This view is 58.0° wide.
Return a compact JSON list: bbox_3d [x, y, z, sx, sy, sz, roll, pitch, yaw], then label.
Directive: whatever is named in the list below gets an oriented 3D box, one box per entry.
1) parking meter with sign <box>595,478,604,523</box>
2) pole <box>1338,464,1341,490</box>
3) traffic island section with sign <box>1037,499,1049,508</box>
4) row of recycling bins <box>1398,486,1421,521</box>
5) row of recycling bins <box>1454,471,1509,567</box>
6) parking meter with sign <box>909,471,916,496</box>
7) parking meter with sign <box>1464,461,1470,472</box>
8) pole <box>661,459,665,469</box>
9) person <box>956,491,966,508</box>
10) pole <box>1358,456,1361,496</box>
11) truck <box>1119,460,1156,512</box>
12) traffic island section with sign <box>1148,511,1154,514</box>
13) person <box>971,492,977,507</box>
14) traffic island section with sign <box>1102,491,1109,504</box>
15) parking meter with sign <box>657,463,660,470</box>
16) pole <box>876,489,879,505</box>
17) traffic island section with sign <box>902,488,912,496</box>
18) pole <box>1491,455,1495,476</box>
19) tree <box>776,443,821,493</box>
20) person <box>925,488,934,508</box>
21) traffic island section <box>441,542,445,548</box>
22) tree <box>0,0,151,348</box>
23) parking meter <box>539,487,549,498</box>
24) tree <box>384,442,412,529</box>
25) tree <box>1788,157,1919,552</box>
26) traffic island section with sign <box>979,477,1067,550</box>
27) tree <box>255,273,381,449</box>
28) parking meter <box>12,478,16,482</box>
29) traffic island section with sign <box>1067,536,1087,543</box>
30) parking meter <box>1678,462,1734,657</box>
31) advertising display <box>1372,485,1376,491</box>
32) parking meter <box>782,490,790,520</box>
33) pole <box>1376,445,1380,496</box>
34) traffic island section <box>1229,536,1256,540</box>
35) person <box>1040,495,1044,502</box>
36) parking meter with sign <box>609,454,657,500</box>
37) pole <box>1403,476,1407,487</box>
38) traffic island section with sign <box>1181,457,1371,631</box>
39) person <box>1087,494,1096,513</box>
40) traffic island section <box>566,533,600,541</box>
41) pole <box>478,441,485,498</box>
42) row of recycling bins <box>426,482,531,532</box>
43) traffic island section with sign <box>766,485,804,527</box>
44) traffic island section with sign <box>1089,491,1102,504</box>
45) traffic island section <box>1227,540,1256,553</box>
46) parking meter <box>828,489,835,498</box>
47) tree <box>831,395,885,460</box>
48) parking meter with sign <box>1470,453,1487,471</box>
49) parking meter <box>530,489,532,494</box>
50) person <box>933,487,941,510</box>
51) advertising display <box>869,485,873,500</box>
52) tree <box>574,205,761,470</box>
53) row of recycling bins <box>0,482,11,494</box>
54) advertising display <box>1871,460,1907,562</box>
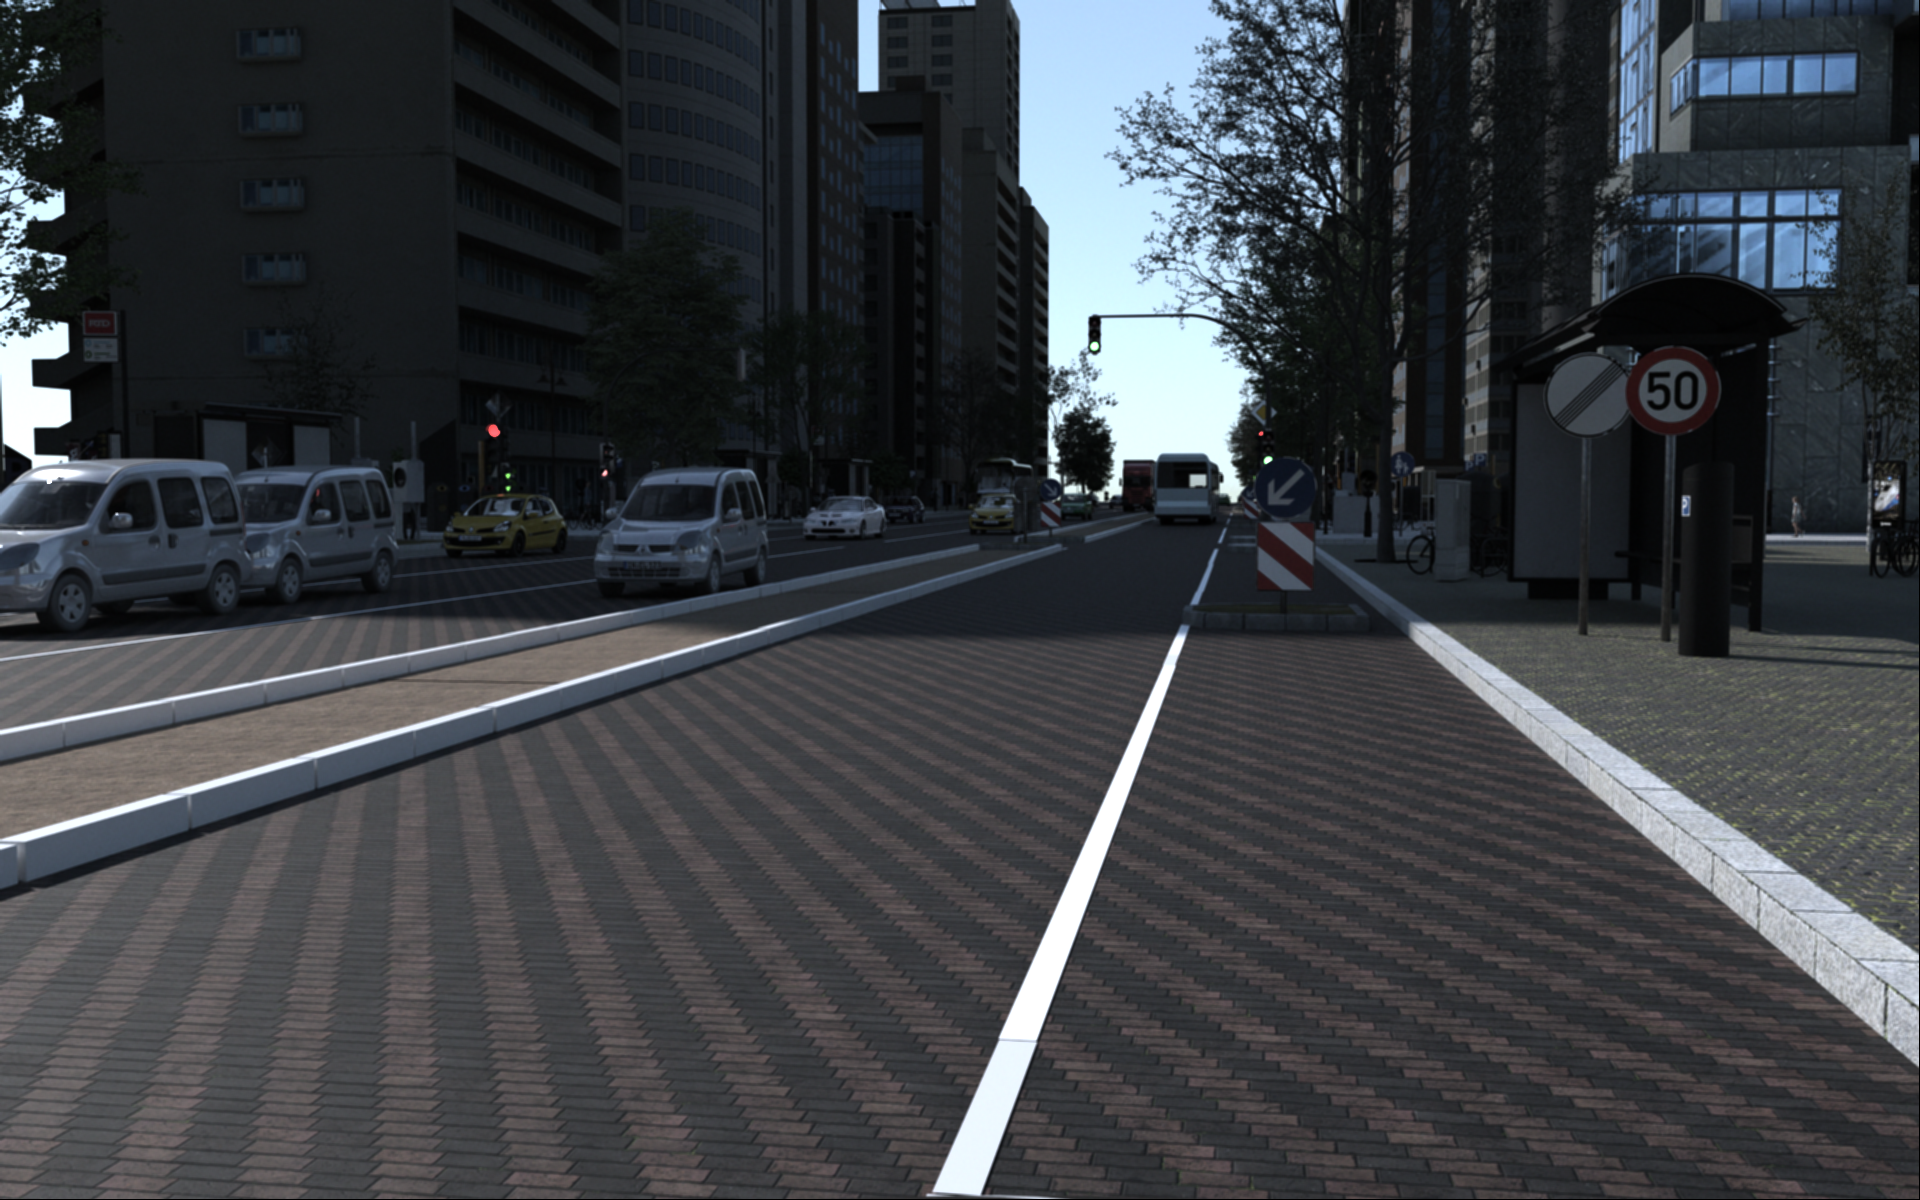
[{"bbox_3d":[-15.760,-4.965,77.433,0.543,3.016,1.738,-3,5,-41],"label":"parking meter with sign"},{"bbox_3d":[25.492,-7.494,116.364,0.158,3.312,0.155,0,3,0],"label":"pole"},{"bbox_3d":[8.913,-10.430,179.156,1.989,1.847,2.006,1,4,9],"label":"traffic island section with sign"},{"bbox_3d":[22.281,-4.787,85.376,1.069,1.692,3.534,0,4,4],"label":"row of recycling bins"},{"bbox_3d":[10.424,-1.490,31.468,3.534,1.692,1.069,-1,4,-22],"label":"row of recycling bins"},{"bbox_3d":[-3.884,-8.046,127.812,0.543,3.016,1.738,2,4,28],"label":"parking meter with sign"},{"bbox_3d":[26.543,-5.821,91.431,0.543,3.016,1.738,0,4,-4],"label":"parking meter with sign"},{"bbox_3d":[-16.654,-6.320,97.176,0.158,3.312,0.155,0,3,0],"label":"pole"},{"bbox_3d":[0.148,-9.185,156.932,1.217,1.736,0.721,0,4,5],"label":"person"},{"bbox_3d":[21.635,-6.118,93.875,0.158,3.312,0.155,0,3,0],"label":"pole"},{"bbox_3d":[14.965,-9.516,144.496,2.839,4.237,11.283,1,4,8],"label":"truck"},{"bbox_3d":[14.767,-7.226,126.286,2.006,1.907,1.989,1,4,9],"label":"traffic island section with sign"},{"bbox_3d":[1.371,-9.689,165.018,0.990,1.755,0.434,-3,5,-41],"label":"person"},{"bbox_3d":[22.119,-15.432,260.948,1.989,1.847,2.006,1,4,9],"label":"traffic island section with sign"},{"bbox_3d":[-16.887,-5.923,93.098,1.738,3.016,0.543,3,5,43],"label":"parking meter with sign"},{"bbox_3d":[-5.656,-7.623,118.486,0.158,3.312,0.155,0,3,0],"label":"pole"},{"bbox_3d":[-3.224,-5.828,103.924,1.989,1.847,2.006,1,4,9],"label":"traffic island section with sign"},{"bbox_3d":[27.546,-5.857,89.597,0.158,3.312,0.155,0,3,0],"label":"pole"},{"bbox_3d":[-10.263,-7.645,108.706,4.285,4.588,4.351,0,3,0],"label":"tree"},{"bbox_3d":[-2.562,-9.510,161.511,1.348,1.826,0.705,0,4,-6],"label":"person"},{"bbox_3d":[-12.443,-1.501,46.814,2.009,0.180,2.903,1,4,9],"label":"traffic island section"},{"bbox_3d":[-18.059,-6.352,29.609,9.928,11.665,9.643,0,3,0],"label":"tree"},{"bbox_3d":[-15.624,-3.465,65.061,0.372,1.533,0.369,0,3,0],"label":"parking meter"},{"bbox_3d":[-20.794,-4.261,64.272,1.663,3.219,1.824,0,3,0],"label":"tree"},{"bbox_3d":[20.344,-5.364,38.060,4.360,8.622,3.978,0,3,0],"label":"tree"},{"bbox_3d":[1.613,-2.242,44.791,2.006,1.907,1.989,1,4,9],"label":"traffic island section with sign"},{"bbox_3d":[-21.785,-6.612,58.466,4.360,8.622,3.978,0,3,0],"label":"tree"},{"bbox_3d":[-34.975,-3.591,64.431,0.399,1.863,0.255,-1,4,-13],"label":"parking meter"},{"bbox_3d":[2.803,-2.689,52.103,2.006,1.907,1.989,1,4,9],"label":"traffic island section with sign"},{"bbox_3d":[5.919,-0.326,13.740,0.372,1.533,0.369,0,3,0],"label":"parking meter"},{"bbox_3d":[29.043,-7.046,120.420,0.123,1.923,0.974,-3,5,-39],"label":"advertising display"},{"bbox_3d":[-8.611,-4.731,85.758,0.372,1.533,0.369,0,3,0],"label":"parking meter"},{"bbox_3d":[17.257,-4.747,71.449,0.158,3.312,0.155,0,3,0],"label":"pole"},{"bbox_3d":[9.010,-1.784,51.448,2.009,0.180,2.903,1,4,9],"label":"traffic island section"},{"bbox_3d":[7.146,-8.671,151.197,0.530,1.710,0.541,1,4,16],"label":"person"},{"bbox_3d":[-14.298,-4.857,75.670,1.738,3.016,0.543,-2,4,-27],"label":"parking meter with sign"},{"bbox_3d":[28.508,-7.162,110.935,0.158,3.312,0.155,0,3,0],"label":"pole"},{"bbox_3d":[3.472,-0.646,19.193,1.989,1.847,2.006,1,4,9],"label":"traffic island section with sign"},{"bbox_3d":[9.774,-7.167,128.917,0.697,1.427,0.421,-2,4,-28],"label":"person"},{"bbox_3d":[-11.170,-1.983,54.698,2.009,0.180,2.903,1,4,9],"label":"traffic island section"},{"bbox_3d":[-18.294,-4.429,66.263,0.158,3.312,0.155,0,3,0],"label":"pole"},{"bbox_3d":[-16.342,-3.165,58.855,3.534,1.692,1.069,0,4,-3],"label":"row of recycling bins"},{"bbox_3d":[-7.608,-4.171,76.824,1.989,1.847,2.006,1,4,9],"label":"traffic island section with sign"},{"bbox_3d":[17.793,-13.795,234.182,1.989,1.847,2.006,1,4,9],"label":"traffic island section with sign"},{"bbox_3d":[7.737,-1.302,43.564,2.009,0.180,2.903,1,4,9],"label":"traffic island section"},{"bbox_3d":[-6.888,-5.166,92.870,0.372,1.533,0.369,0,3,0],"label":"parking meter"},{"bbox_3d":[-7.522,-10.679,124.959,4.360,8.622,3.978,0,3,0],"label":"tree"},{"bbox_3d":[22.535,-4.811,74.922,0.543,3.016,1.738,1,4,21],"label":"parking meter with sign"},{"bbox_3d":[-16.306,-3.477,65.259,0.372,1.533,0.369,0,3,0],"label":"parking meter"},{"bbox_3d":[-1.883,-7.968,136.402,0.705,1.814,1.350,-1,4,-23],"label":"person"},{"bbox_3d":[-6.337,-6.849,117.200,0.974,1.923,0.123,-2,4,-33],"label":"advertising display"},{"bbox_3d":[-11.562,-9.187,68.335,7.486,12.596,7.792,0,3,0],"label":"tree"},{"bbox_3d":[-32.849,-3.267,60.532,3.534,1.692,1.069,1,4,14],"label":"row of recycling bins"},{"bbox_3d":[17.743,-1.706,33.101,0.123,1.923,0.974,0,4,-1],"label":"advertising display"}]
